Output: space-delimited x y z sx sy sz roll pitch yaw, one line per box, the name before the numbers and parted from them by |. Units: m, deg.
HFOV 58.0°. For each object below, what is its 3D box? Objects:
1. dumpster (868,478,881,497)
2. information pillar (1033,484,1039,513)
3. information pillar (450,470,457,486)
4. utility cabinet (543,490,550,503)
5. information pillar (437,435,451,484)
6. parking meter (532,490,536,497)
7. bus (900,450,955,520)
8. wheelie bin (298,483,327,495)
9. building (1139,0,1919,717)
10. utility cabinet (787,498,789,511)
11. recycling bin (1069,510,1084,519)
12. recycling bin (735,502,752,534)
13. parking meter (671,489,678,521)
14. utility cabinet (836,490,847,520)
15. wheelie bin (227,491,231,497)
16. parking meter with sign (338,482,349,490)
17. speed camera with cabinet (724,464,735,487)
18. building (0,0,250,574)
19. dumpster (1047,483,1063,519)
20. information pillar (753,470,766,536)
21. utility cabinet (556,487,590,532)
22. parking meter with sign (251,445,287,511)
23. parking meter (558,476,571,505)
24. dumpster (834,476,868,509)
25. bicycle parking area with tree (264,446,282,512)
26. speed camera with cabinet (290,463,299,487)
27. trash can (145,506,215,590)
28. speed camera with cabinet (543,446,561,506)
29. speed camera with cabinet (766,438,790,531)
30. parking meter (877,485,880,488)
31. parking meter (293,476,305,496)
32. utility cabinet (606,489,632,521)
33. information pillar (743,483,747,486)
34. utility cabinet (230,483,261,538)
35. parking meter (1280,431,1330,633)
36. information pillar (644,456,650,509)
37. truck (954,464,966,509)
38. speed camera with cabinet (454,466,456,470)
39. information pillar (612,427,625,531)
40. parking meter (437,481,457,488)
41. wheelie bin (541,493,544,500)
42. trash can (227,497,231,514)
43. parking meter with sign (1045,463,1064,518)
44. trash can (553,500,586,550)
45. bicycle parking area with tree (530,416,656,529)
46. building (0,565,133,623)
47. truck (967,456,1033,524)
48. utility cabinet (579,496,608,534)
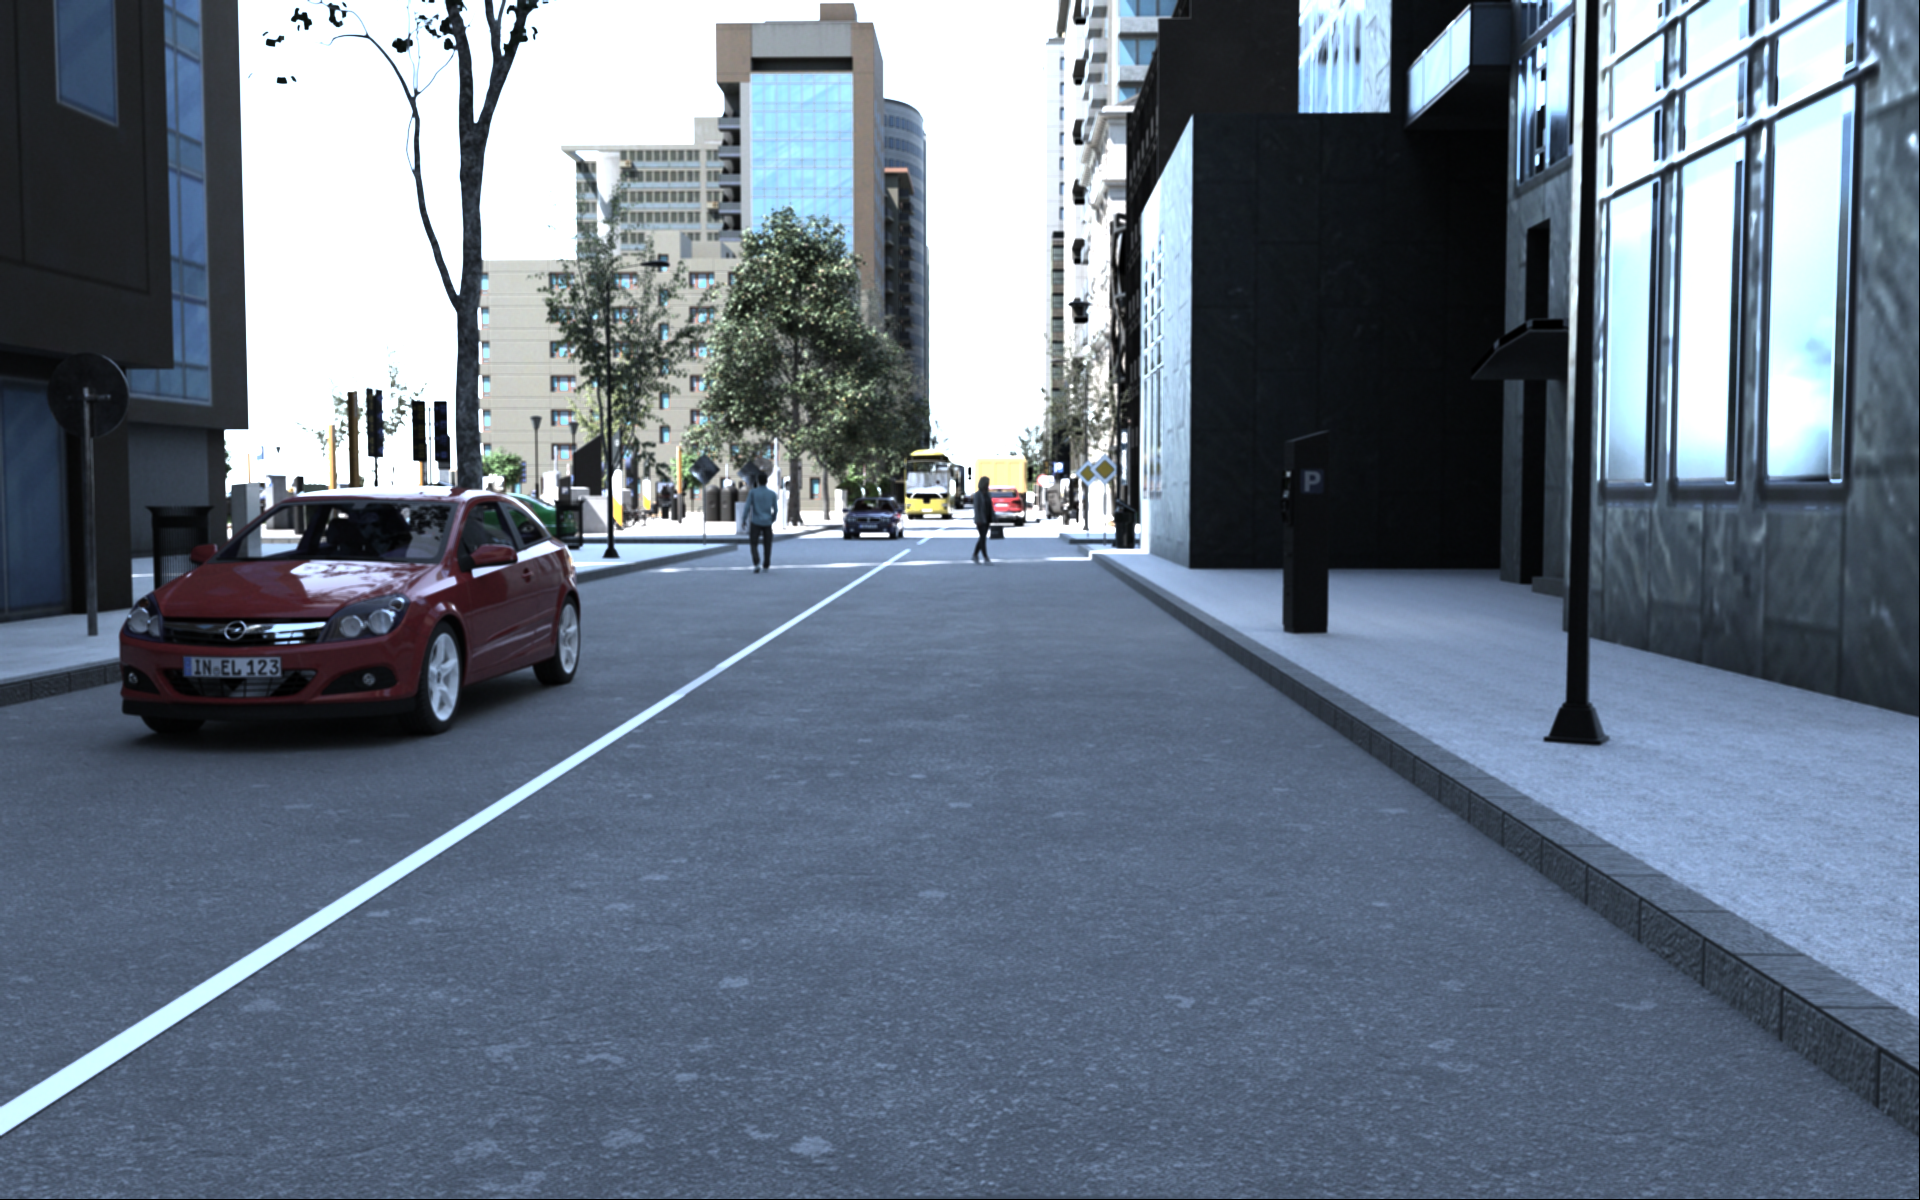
dumpster | -5.556 -6.233 104.408 1.502 2.255 1.985 0 4 1
information pillar | 5.301 -7.084 120.321 0.304 2.012 0.304 2 4 26
information pillar | -15.199 -2.929 52.377 0.304 2.012 0.304 2 4 32
utility cabinet | -20.090 -4.651 84.729 0.318 1.500 1.173 -2 4 -25
information pillar | -17.372 -4.096 58.318 0.504 3.616 0.183 -3 5 -40
parking meter | -27.883 -6.432 113.568 0.372 1.533 0.369 0 3 0
bus | -1.694 -6.630 99.944 2.896 3.916 12.252 0 4 1
wheelie bin | -19.207 -2.667 51.506 0.980 1.594 0.693 -2 4 -26
building | 14.986 -43.376 21.865 22.319 86.520 31.000 0 4 1
utility cabinet | -9.622 -5.292 97.689 1.020 1.237 0.306 -2 4 -27
recycling bin | 6.139 -4.748 90.180 0.722 1.027 0.722 -3 4 -37
recycling bin | -6.705 -2.621 55.401 0.722 1.027 0.722 -3 5 -41
parking meter | -13.674 -4.563 83.014 0.372 1.533 0.369 0 3 0
utility cabinet | -5.837 -4.697 85.483 0.318 1.500 1.173 -1 4 -18
wheelie bin | -49.090 -6.662 116.826 0.693 1.594 0.980 -3 4 -37
parking meter with sign | -40.358 -7.168 113.453 1.738 3.016 0.543 -3 5 -40
speed camera with cabinet | -15.280 -7.254 112.946 0.660 3.252 2.038 1 4 16
building | -23.157 -23.286 30.841 14.200 45.320 14.600 0 4 1
dumpster | 5.078 -5.063 88.536 1.264 1.857 1.865 0 4 1
information pillar | -6.165 -2.985 53.292 0.304 2.012 0.304 -3 4 -38
utility cabinet | -12.831 -2.984 57.463 0.318 1.500 1.173 3 4 38
parking meter with sign | -24.607 -4.044 62.388 0.543 3.016 1.738 2 4 25
parking meter | -12.634 -3.034 55.311 0.399 1.863 0.255 -1 4 -17
dumpster | -5.843 -5.451 91.614 1.502 2.255 1.985 0 4 1
bicycle parking area with tree | -41.298 -6.962 100.825 9.016 4.147 8.231 2 4 31
speed camera with cabinet | -43.321 -7.158 111.368 2.038 3.252 0.660 0 4 3
trash can | -9.179 -0.536 20.417 0.748 1.137 0.748 0 3 0
speed camera with cabinet | -16.848 -4.763 72.218 0.660 3.252 2.038 0 4 1
speed camera with cabinet | -6.605 -4.118 61.661 0.660 3.252 2.038 0 4 3
parking meter | -5.119 -6.189 106.896 0.255 1.863 0.399 3 4 38
parking meter | -20.874 -2.998 54.728 0.255 1.863 0.399 -3 4 -38
utility cabinet | -16.203 -4.506 82.344 1.173 1.500 0.318 -3 4 -39
information pillar | -14.551 -6.854 116.555 0.304 2.012 0.304 1 4 22
utility cabinet | -13.977 -1.542 33.884 0.318 1.500 1.173 -1 4 -10
parking meter | 3.191 -0.631 16.031 0.399 1.863 0.255 -1 4 -10
information pillar | -19.270 -7.053 106.677 0.504 3.616 0.183 2 4 35
truck | -0.973 -10.823 165.865 2.839 4.237 11.283 0 4 3
speed camera with cabinet | -35.690 -7.813 122.071 0.660 3.252 2.038 -1 4 -9
information pillar | -11.977 -4.228 60.475 0.504 3.616 0.183 3 4 36
parking meter | -10.094 -1.572 34.116 0.372 1.533 0.369 0 3 0
wheelie bin | -29.250 -7.037 122.956 0.980 1.594 0.693 -1 4 -17
trash can | -32.168 -3.974 76.627 0.748 1.137 0.748 0 3 0
parking meter with sign | 5.158 -6.058 95.316 0.543 3.016 1.738 1 4 22
trash can | -9.065 -1.745 40.191 0.748 1.137 0.748 0 3 0
bicycle parking area with tree | -15.667 -4.868 66.587 9.016 4.147 8.231 1 4 16
building | -16.005 -22.108 11.570 14.600 45.320 14.200 0 4 1
truck | 2.040 -5.621 87.834 3.469 3.379 9.791 0 4 1
utility cabinet | -11.780 -2.745 56.038 1.020 1.237 0.306 -1 4 -16
